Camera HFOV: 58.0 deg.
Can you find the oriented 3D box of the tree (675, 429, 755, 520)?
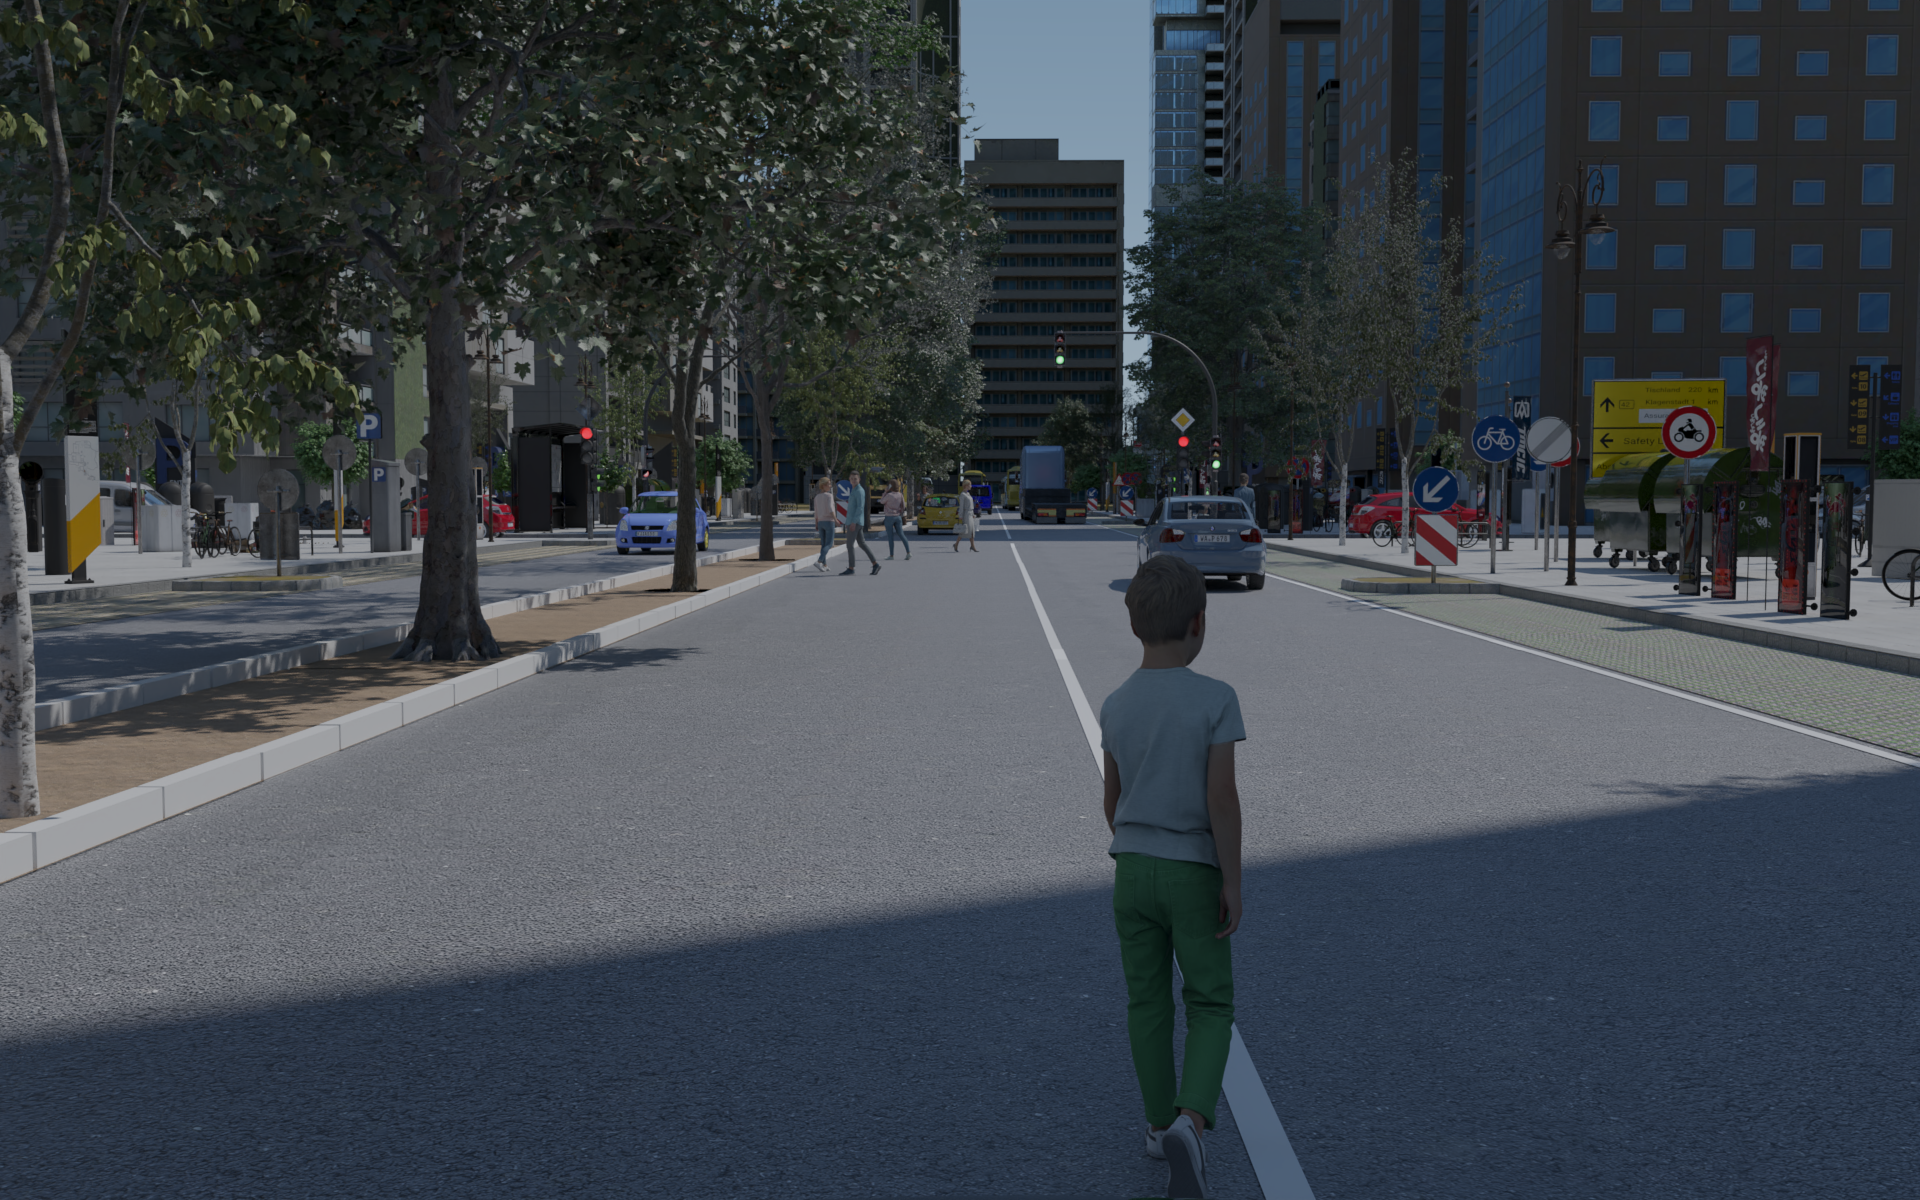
[{"bbox_3d":[-11.991,-6.304,86.778,4.285,4.588,4.351,0,3,0],"label":"tree"}]

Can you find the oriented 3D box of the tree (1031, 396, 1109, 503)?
[{"bbox_3d":[12.610,-17.360,200.844,9.611,12.733,9.660,0,3,0],"label":"tree"}]

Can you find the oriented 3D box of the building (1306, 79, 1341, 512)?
[{"bbox_3d":[31.859,-21.551,124.058,14.160,30.474,14.107,0,4,1],"label":"building"}]

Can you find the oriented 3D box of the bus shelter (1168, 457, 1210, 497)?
[{"bbox_3d":[12.939,-6.322,97.286,2.014,3.302,5.546,0,4,1],"label":"bus shelter"}]

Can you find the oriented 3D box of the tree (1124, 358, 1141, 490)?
[{"bbox_3d":[10.256,-8.529,89.817,4.360,8.622,3.978,0,3,0],"label":"tree"}]

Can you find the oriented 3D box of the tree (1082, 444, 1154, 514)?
[{"bbox_3d":[11.109,-7.963,113.909,4.285,4.588,4.351,0,3,0],"label":"tree"}]

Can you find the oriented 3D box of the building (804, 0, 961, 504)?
[{"bbox_3d":[-10.286,-48.945,238.507,20.611,71.187,20.563,0,4,1],"label":"building"}]

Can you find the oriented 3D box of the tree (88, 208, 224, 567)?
[{"bbox_3d":[-13.674,-4.889,30.293,4.360,8.622,3.978,0,3,0],"label":"tree"}]

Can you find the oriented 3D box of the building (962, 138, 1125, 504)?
[{"bbox_3d":[11.212,-37.627,238.895,21.600,48.544,21.300,0,4,1],"label":"building"}]

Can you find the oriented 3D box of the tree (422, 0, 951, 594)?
[{"bbox_3d":[-3.905,-5.906,24.784,9.928,11.665,9.643,0,3,0],"label":"tree"}]

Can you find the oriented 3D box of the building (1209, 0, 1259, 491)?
[{"bbox_3d":[36.891,-45.451,181.380,20.563,71.187,20.611,0,4,1],"label":"building"}]

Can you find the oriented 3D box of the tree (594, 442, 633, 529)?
[{"bbox_3d":[-13.260,-4.286,64.684,1.663,3.219,1.824,0,3,0],"label":"tree"}]

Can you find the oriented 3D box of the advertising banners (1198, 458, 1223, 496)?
[{"bbox_3d":[11.943,-5.161,80.574,2.074,3.025,0.090,-1,4,-22],"label":"advertising banners"}]

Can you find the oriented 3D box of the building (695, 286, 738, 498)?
[{"bbox_3d":[-31.536,-25.406,187.085,14.107,30.474,14.160,0,4,1],"label":"building"}]

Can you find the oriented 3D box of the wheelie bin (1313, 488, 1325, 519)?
[{"bbox_3d":[17.260,-4.659,84.075,0.693,1.594,0.980,-3,4,-38],"label":"wheelie bin"}]

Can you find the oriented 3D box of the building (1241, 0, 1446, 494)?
[{"bbox_3d":[32.433,-30.594,150.328,14.600,45.320,14.200,0,4,1],"label":"building"}]

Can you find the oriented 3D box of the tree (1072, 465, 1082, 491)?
[{"bbox_3d":[12.223,-11.001,163.579,4.285,4.588,4.351,0,3,0],"label":"tree"}]

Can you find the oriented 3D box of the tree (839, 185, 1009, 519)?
[{"bbox_3d":[-4.017,-14.662,98.068,12.611,20.169,13.585,0,3,0],"label":"tree"}]

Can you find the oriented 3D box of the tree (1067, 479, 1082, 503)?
[{"bbox_3d":[12.162,-11.612,184.456,1.663,3.219,1.824,0,3,0],"label":"tree"}]

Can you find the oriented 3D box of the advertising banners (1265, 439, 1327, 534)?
[{"bbox_3d":[10.828,-3.651,55.879,2.074,3.025,0.090,2,4,33],"label":"advertising banners"}]

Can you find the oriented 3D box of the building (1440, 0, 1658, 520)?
[{"bbox_3d":[30.561,-27.609,101.512,14.600,45.320,14.200,0,4,1],"label":"building"}]

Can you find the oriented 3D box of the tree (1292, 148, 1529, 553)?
[{"bbox_3d":[9.647,-5.297,36.962,4.360,8.622,3.978,0,3,0],"label":"tree"}]

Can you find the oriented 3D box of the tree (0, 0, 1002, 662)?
[{"bbox_3d":[-4.450,-5.837,14.908,9.611,12.733,9.660,0,3,0],"label":"tree"}]

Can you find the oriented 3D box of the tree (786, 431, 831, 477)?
[{"bbox_3d":[-10.986,-12.791,143.538,7.601,10.594,8.767,0,4,3],"label":"tree"}]

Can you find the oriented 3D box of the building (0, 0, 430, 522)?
[{"bbox_3d":[-32.927,-24.047,76.759,14.154,41.232,14.086,0,4,1],"label":"building"}]

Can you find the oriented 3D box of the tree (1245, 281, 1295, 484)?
[{"bbox_3d":[9.455,-5.671,43.076,4.360,8.622,3.978,0,3,0],"label":"tree"}]

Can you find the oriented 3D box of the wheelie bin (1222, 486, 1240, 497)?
[{"bbox_3d":[10.331,-3.532,65.658,0.980,1.594,0.693,0,4,-7],"label":"wheelie bin"}]

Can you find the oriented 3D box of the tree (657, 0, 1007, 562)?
[{"bbox_3d":[-4.098,-7.561,36.456,12.009,13.543,11.850,0,3,0],"label":"tree"}]

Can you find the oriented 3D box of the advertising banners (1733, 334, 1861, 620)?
[{"bbox_3d":[8.939,-1.364,18.489,0.090,3.025,2.074,0,4,-6],"label":"advertising banners"}]

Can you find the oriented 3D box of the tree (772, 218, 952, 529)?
[{"bbox_3d":[-3.928,-9.173,70.569,7.486,12.596,7.792,0,3,0],"label":"tree"}]

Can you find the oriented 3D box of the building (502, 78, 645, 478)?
[{"bbox_3d":[-34.892,-43.002,141.330,20.563,71.187,20.611,0,4,1],"label":"building"}]

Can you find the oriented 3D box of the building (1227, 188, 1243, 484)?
[{"bbox_3d":[32.502,-24.078,165.371,14.160,30.474,14.107,0,4,1],"label":"building"}]

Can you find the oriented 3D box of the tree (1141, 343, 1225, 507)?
[{"bbox_3d":[10.266,-7.766,77.329,4.360,8.622,3.978,0,3,0],"label":"tree"}]

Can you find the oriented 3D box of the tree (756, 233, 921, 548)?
[{"bbox_3d":[-3.391,-5.671,45.534,4.737,8.622,4.395,0,3,0],"label":"tree"}]

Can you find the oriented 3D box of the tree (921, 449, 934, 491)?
[{"bbox_3d":[-2.955,-8.368,89.643,4.737,8.622,4.395,0,3,0],"label":"tree"}]

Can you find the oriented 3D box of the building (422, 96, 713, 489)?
[{"bbox_3d":[-38.892,-35.274,165.976,28.713,52.752,27.495,0,4,1],"label":"building"}]

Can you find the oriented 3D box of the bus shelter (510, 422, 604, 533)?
[{"bbox_3d":[-13.859,-4.198,59.921,1.731,3.624,6.357,0,4,1],"label":"bus shelter"}]

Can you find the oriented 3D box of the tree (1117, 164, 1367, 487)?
[{"bbox_3d":[10.846,-9.821,67.224,9.857,13.997,8.962,0,3,0],"label":"tree"}]

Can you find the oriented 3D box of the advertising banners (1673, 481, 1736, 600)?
[{"bbox_3d":[9.357,-1.528,21.172,0.090,3.025,2.074,0,4,-8],"label":"advertising banners"}]

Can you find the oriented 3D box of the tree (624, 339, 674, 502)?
[{"bbox_3d":[-13.559,-7.355,70.614,4.737,8.622,4.395,0,3,0],"label":"tree"}]

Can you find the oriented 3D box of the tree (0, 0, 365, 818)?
[{"bbox_3d":[-4.134,-3.325,7.181,4.737,8.622,4.395,0,3,0],"label":"tree"}]

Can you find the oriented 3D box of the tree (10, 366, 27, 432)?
[{"bbox_3d":[-19.330,-2.999,32.745,4.285,4.588,4.351,0,3,0],"label":"tree"}]

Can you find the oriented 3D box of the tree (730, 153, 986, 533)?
[{"bbox_3d":[-3.622,-9.337,61.765,9.857,13.997,8.962,0,3,0],"label":"tree"}]

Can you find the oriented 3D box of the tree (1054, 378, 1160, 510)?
[{"bbox_3d":[11.663,-12.551,139.619,8.767,10.594,7.601,-1,4,-20],"label":"tree"}]

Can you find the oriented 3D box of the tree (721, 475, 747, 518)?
[{"bbox_3d":[-12.650,-6.105,94.417,1.663,3.219,1.824,0,3,0],"label":"tree"}]

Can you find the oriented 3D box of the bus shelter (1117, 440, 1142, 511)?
[{"bbox_3d":[12.410,-9.077,126.035,2.179,5.291,8.768,0,4,1],"label":"bus shelter"}]

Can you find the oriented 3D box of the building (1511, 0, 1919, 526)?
[{"bbox_3d":[30.903,-25.967,74.664,14.200,45.320,14.600,0,4,1],"label":"building"}]

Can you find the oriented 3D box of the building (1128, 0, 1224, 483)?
[{"bbox_3d":[37.913,-56.626,238.502,31.000,86.520,22.319,0,4,1],"label":"building"}]

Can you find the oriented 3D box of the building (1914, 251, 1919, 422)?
[{"bbox_3d":[61.457,-32.902,79.951,28.212,58.520,21.231,0,4,1],"label":"building"}]

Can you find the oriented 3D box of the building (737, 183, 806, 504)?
[{"bbox_3d":[-35.475,-35.819,240.258,28.867,44.769,22.147,0,4,1],"label":"building"}]
